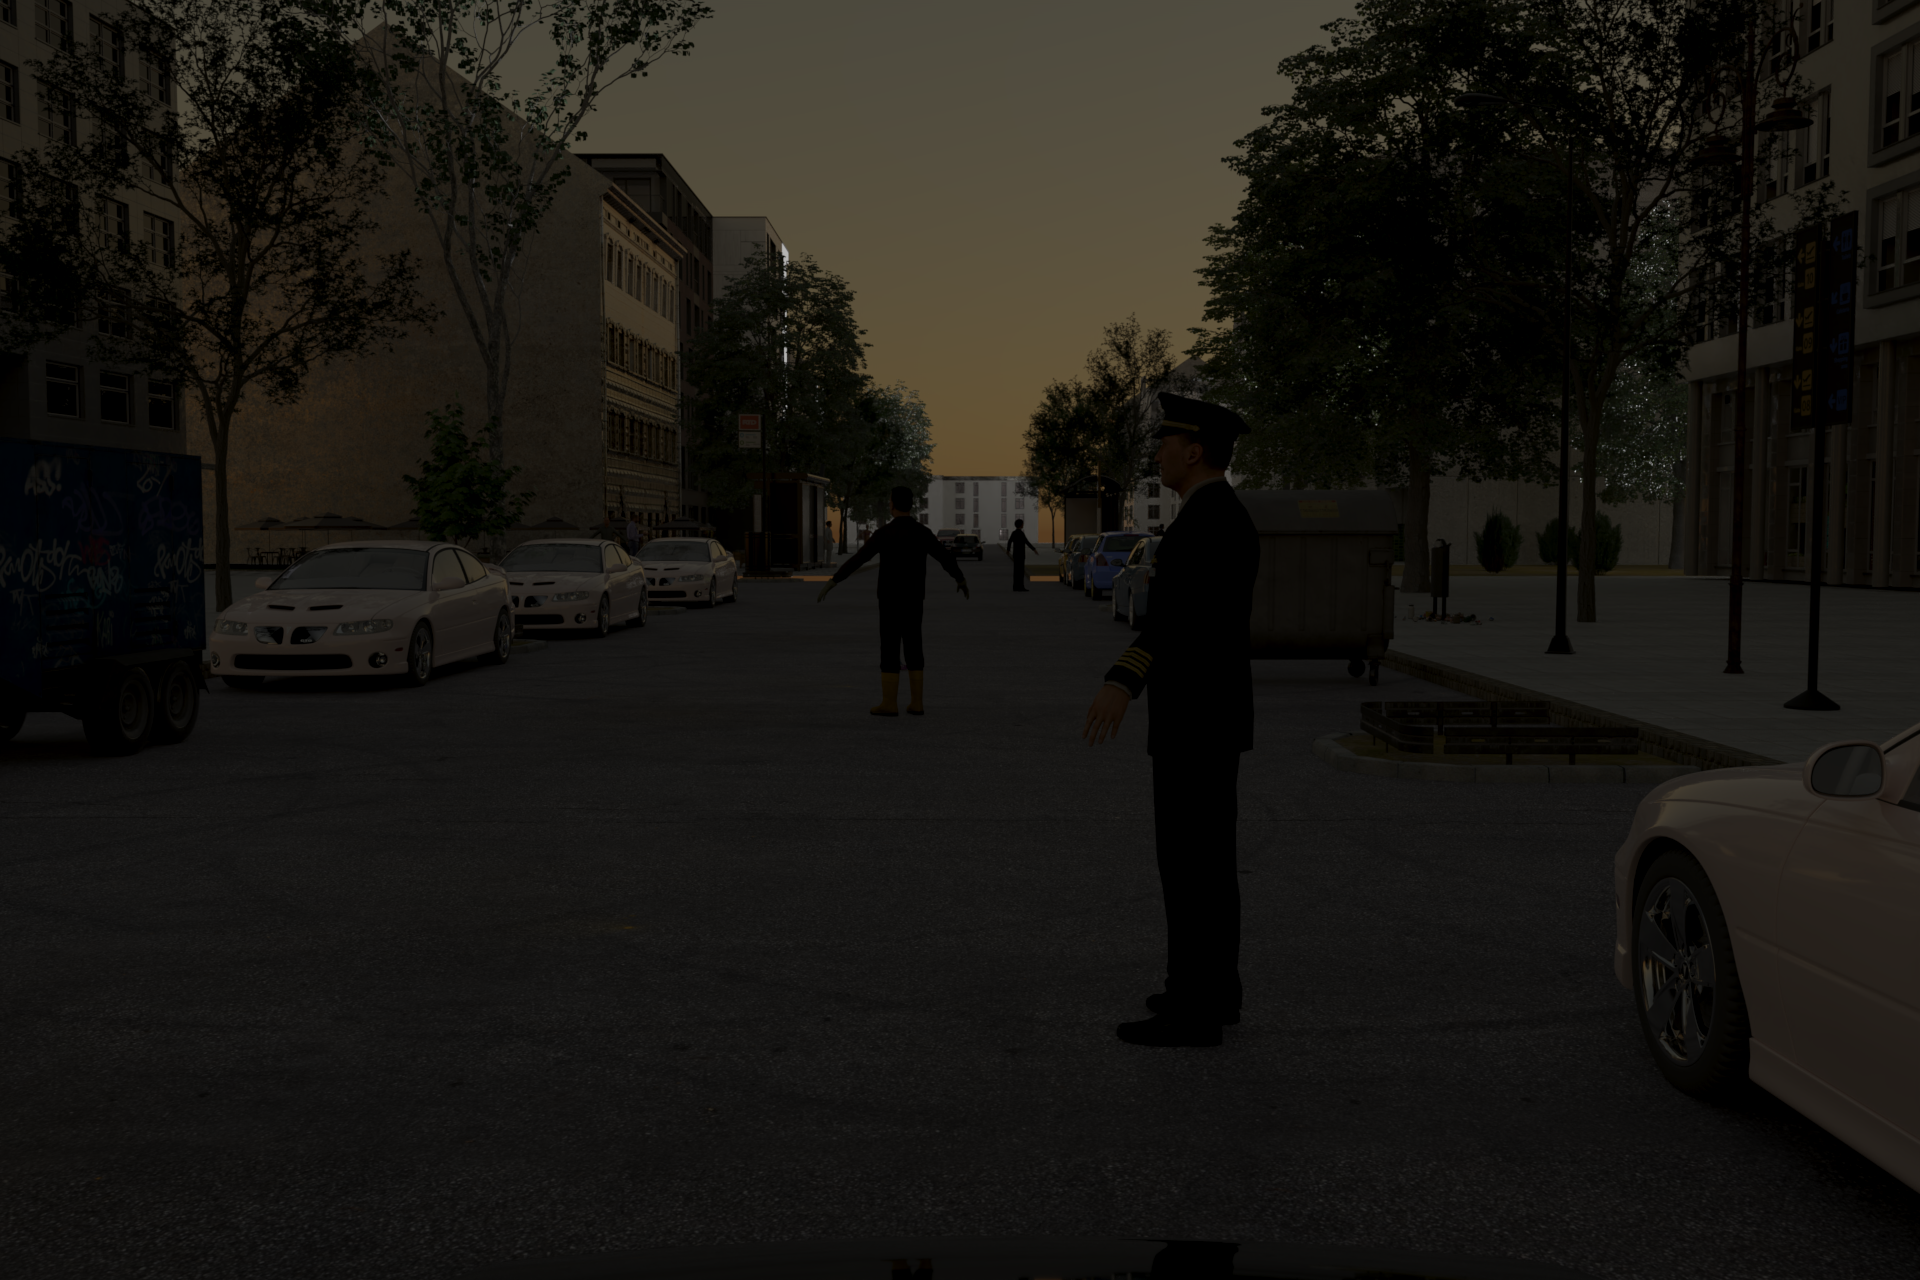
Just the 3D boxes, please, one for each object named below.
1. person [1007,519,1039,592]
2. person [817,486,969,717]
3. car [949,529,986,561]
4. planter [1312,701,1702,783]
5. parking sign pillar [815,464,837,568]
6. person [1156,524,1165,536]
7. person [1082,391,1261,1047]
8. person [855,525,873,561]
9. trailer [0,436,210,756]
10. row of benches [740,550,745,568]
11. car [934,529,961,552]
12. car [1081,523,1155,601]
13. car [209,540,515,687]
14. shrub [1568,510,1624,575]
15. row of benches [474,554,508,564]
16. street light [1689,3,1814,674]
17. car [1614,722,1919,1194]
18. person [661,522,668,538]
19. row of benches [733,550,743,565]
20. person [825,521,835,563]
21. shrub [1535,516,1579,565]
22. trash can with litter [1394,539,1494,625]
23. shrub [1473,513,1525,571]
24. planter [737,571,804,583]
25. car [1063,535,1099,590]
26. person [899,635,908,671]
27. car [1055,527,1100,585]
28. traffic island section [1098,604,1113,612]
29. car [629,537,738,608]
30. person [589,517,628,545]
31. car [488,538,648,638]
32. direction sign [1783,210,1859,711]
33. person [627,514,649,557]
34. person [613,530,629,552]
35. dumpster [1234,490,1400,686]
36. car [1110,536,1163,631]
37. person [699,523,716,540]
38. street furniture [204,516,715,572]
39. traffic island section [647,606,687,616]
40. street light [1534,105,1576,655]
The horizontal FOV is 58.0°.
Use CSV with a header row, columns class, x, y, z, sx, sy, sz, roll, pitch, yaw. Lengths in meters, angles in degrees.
class,x,y,z,sx,sy,sz,roll,pitch,yaw
person,1.505,-2.118,43.278,0.705,1.806,1.347,-2,4,-31
person,-0.478,-0.313,13.705,1.346,1.812,0.704,-2,4,-30
car,0.379,-5.139,93.807,2.009,1.686,4.222,0,4,1
planter,3.297,0.622,10.963,1.991,0.319,1.994,0,4,1
parking sign pillar,-5.424,-4.751,66.157,1.447,3.967,1.447,0,4,0
person,9.037,-4.289,76.852,0.721,1.740,1.216,-2,4,-25
person,0.655,0.210,4.965,0.705,1.837,1.347,1,4,21
person,-4.379,-4.607,82.128,1.217,1.733,0.721,-1,4,-10
trailer,-6.060,-0.229,10.789,1.471,1.999,3.904,0,4,1
row of benches,-8.170,-3.138,66.768,1.422,0.672,4.104,0,4,-7
car,-0.746,-6.781,119.547,2.281,1.827,5.304,0,4,1
car,3.681,-1.773,38.586,1.945,1.707,3.694,0,4,0
car,-5.940,-0.328,17.721,2.083,1.381,4.827,0,4,1
shrub,19.789,-3.049,53.896,1.661,2.075,1.752,0,3,0
row of benches,-15.246,-2.382,54.405,4.104,0.672,1.422,0,4,3
street light,7.133,-2.630,15.788,0.468,5.910,1.993,0,4,1
car,2.753,0.574,2.981,2.083,1.381,4.827,0,3,0
person,-12.290,-4.015,71.863,0.704,1.802,1.346,0,4,-1
row of benches,-7.505,-3.434,71.604,4.104,0.672,1.422,2,4,27
person,-5.111,-3.778,67.950,0.705,1.806,1.347,0,4,6
shrub,24.586,-4.113,71.286,1.661,2.075,1.752,0,3,0
trash can with litter,7.040,-0.878,25.415,1.678,1.210,2.233,0,4,1
shrub,18.794,-3.449,60.426,1.661,2.075,1.752,0,3,0
planter,-5.743,-1.894,52.109,1.991,0.319,1.994,0,4,1
car,3.774,-2.080,46.014,2.014,1.417,4.499,0,4,0
person,-0.596,-0.401,18.288,0.599,1.433,0.991,0,4,-3
car,3.783,-2.454,50.348,2.015,1.641,3.980,0,4,0
traffic island section,3.627,-0.596,32.618,1.991,0.108,1.994,0,4,1
car,-5.653,-1.386,35.019,2.083,1.381,4.827,0,4,1
person,-10.824,-2.865,53.113,1.348,1.796,0.705,-1,4,-10
car,-5.806,-0.797,25.401,2.083,1.381,4.827,0,4,1
direction sign,6.266,-1.262,12.634,0.379,3.537,0.876,0,4,1
person,-9.050,-2.616,48.684,0.599,1.838,0.709,-1,4,-21
person,-13.929,-4.031,72.031,1.348,1.813,0.705,-3,5,-42
dumpster,3.211,-0.525,16.804,1.865,1.857,1.264,0,4,0
car,3.396,-0.919,27.024,2.014,1.417,4.499,0,4,0
person,-13.205,-5.194,90.683,0.705,1.858,1.354,3,4,37
street furniture,-23.391,-3.548,63.034,27.439,1.986,14.083,0,4,4
traffic island section,-6.030,-0.520,31.367,1.991,0.108,1.994,0,4,2
street light,6.990,-2.806,18.413,1.470,5.913,1.316,0,4,0
